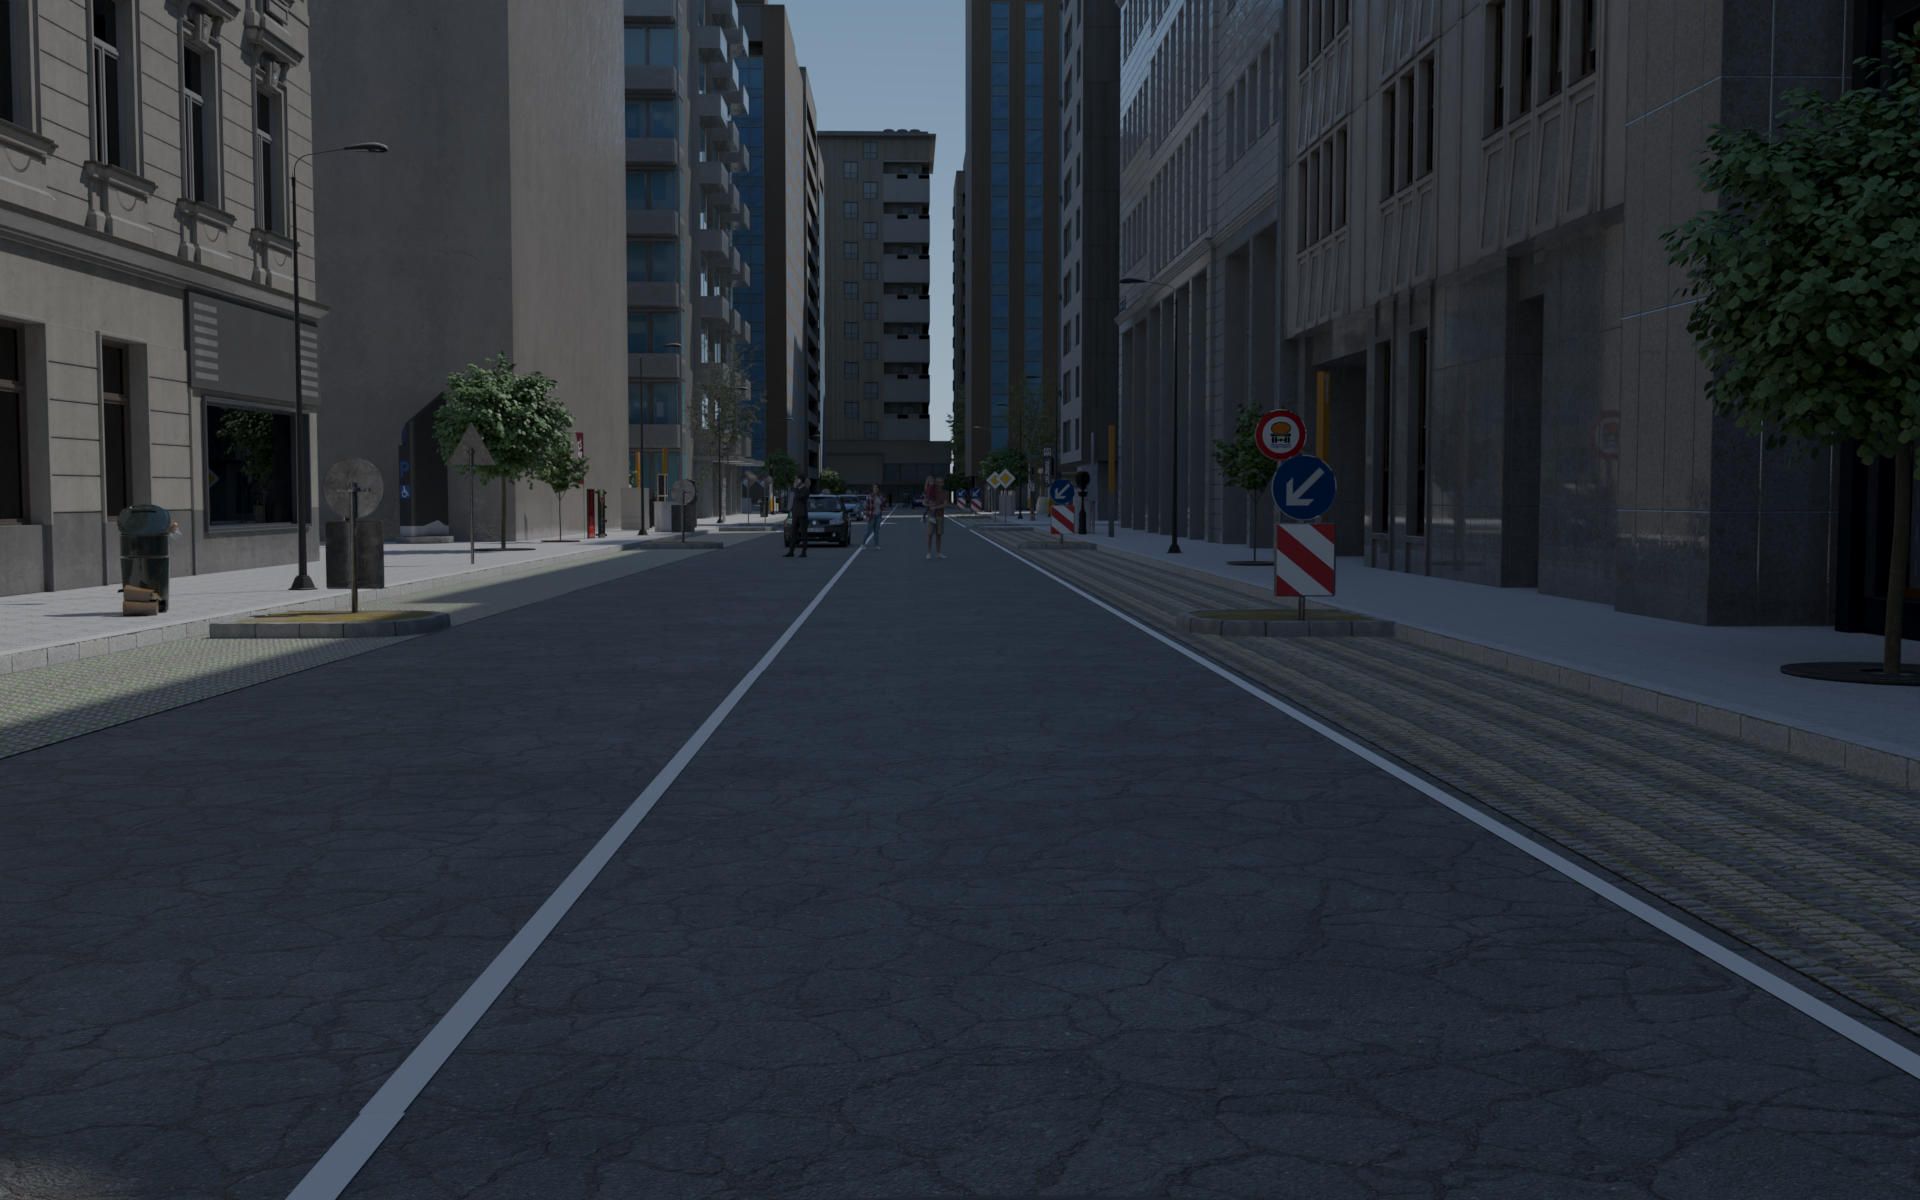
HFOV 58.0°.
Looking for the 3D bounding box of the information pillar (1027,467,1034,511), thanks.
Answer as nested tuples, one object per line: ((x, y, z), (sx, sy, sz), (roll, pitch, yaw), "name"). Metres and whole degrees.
((5.339, -8.525, 130.738), (0.504, 3.616, 0.183), (-1, 4, -13), "information pillar")

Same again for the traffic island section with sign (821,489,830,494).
((-9.782, -7.250, 127.169), (1.989, 1.847, 2.006), (0, 4, -2), "traffic island section with sign")

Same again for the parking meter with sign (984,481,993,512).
((1.976, -7.704, 122.224), (0.543, 3.016, 1.738), (-1, 4, -12), "parking meter with sign")

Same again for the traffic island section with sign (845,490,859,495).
((-11.331, -10.326, 177.451), (1.989, 1.847, 2.006), (0, 4, -2), "traffic island section with sign")

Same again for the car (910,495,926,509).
((-3.822, -9.426, 166.700), (1.945, 1.354, 3.894), (0, 4, -3), "car")

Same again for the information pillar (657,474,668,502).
((-10.921, -3.615, 63.591), (0.304, 2.012, 0.304), (0, 4, 5), "information pillar")

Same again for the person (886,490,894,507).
((-7.700, -11.160, 190.930), (1.348, 1.831, 0.705), (3, 5, 39), "person")

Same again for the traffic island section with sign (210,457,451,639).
((-6.438, -0.575, 18.026), (1.989, 1.847, 2.006), (0, 4, -2), "traffic island section with sign")

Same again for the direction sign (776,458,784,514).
((-11.587, -7.252, 110.568), (0.379, 3.537, 0.876), (0, 4, -8), "direction sign")

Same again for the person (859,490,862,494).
((-10.048, -10.106, 173.672), (0.705, 1.831, 1.348), (2, 4, 27), "person")

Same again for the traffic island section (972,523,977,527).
((1.560, -3.281, 75.928), (2.009, 0.180, 2.903), (0, 4, -2), "traffic island section")

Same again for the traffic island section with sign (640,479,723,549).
((-7.276, -2.258, 45.552), (1.989, 1.847, 2.006), (0, 4, -2), "traffic island section with sign")

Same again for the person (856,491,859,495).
((-9.435, -9.267, 160.739), (0.721, 1.735, 1.217), (2, 4, 30), "person")

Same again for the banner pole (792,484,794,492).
((-14.269, -9.694, 148.512), (0.401, 3.779, 0.863), (-2, 4, -29), "banner pole")

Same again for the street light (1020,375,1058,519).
((3.248, -5.830, 67.864), (1.470, 5.913, 1.316), (0, 4, -2), "street light")

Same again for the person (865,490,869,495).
((-8.906, -9.629, 166.077), (1.348, 1.807, 0.705), (-2, 4, -27), "person")

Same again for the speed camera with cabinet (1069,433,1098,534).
((4.009, -3.801, 56.488), (0.660, 3.252, 2.038), (0, 4, -7), "speed camera with cabinet")

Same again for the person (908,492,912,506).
((-6.018, -12.169, 208.259), (0.742, 1.727, 0.445), (2, 4, 27), "person")

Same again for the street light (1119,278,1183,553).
((4.111, -3.965, 37.375), (1.470, 5.913, 1.316), (0, 4, -2), "street light")

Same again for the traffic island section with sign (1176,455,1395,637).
((3.338, -0.587, 18.221), (1.989, 1.847, 2.006), (0, 4, -2), "traffic island section with sign")

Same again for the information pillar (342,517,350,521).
((-14.854, -2.301, 42.107), (0.304, 2.012, 0.304), (-2, 4, -24), "information pillar")

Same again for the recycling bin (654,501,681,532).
((-9.895, -2.819, 58.646), (0.722, 1.027, 0.722), (-2, 4, -29), "recycling bin")

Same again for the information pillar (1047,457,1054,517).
((5.051, -6.413, 96.213), (0.504, 3.616, 0.183), (-3, 5, -44), "information pillar")

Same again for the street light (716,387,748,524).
((-9.918, -6.287, 75.338), (1.470, 5.913, 1.316), (0, 4, -2), "street light")

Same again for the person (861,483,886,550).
((-2.228, -2.162, 44.680), (0.563, 1.720, 0.643), (-3, 5, -41), "person")

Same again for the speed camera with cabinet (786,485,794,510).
((-13.105, -8.484, 133.044), (0.660, 3.252, 2.038), (1, 4, 19), "speed camera with cabinet")

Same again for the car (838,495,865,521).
((-6.110, -4.963, 93.148), (2.014, 1.417, 4.499), (0, 4, 0), "car")

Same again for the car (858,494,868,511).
((-7.182, -7.126, 128.520), (2.014, 1.417, 4.499), (0, 4, 0), "car")

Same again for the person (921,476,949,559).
((-0.580, -1.830, 38.401), (0.573, 1.828, 0.580), (2, 4, 34), "person")

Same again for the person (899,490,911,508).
((-5.673, -10.415, 178.865), (1.350, 1.814, 0.705), (0, 4, -1), "person")

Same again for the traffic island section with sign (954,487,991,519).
((0.795, -5.648, 100.972), (1.989, 1.847, 2.006), (0, 4, -2), "traffic island section with sign")

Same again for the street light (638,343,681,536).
((-9.292, -4.953, 53.529), (1.470, 5.913, 1.316), (0, 4, -2), "street light")

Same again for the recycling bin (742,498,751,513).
((-14.378, -6.281, 115.254), (0.722, 1.027, 0.722), (-3, 5, -41), "recycling bin")

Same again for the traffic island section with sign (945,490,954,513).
((-0.036, -7.309, 128.129), (1.989, 1.847, 2.006), (0, 4, -2), "traffic island section with sign")

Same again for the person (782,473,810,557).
((-3.685, -1.923, 39.298), (0.474, 1.900, 0.648), (-3, 5, -42), "person")

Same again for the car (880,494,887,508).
((-8.618, -10.482, 180.423), (2.155, 1.783, 4.494), (0, 4, -1), "car")

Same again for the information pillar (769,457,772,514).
((-12.041, -7.291, 110.567), (0.183, 3.616, 0.504), (1, 4, 12), "information pillar")

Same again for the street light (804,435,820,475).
((-11.725, -10.030, 136.537), (1.470, 5.913, 1.316), (0, 4, -2), "street light")

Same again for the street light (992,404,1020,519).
((2.561, -7.124, 89.025), (1.470, 5.913, 1.316), (0, 4, -2), "street light")

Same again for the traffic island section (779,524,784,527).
((-8.527, -3.263, 75.624), (2.009, 0.180, 2.903), (0, 4, -2), "traffic island section")

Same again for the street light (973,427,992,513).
((1.584, -9.000, 119.694), (1.470, 5.913, 1.316), (0, 4, -2), "street light")

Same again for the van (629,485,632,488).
((-15.345, -3.905, 70.857), (4.112, 2.044, 2.013), (0, 4, -3), "van")

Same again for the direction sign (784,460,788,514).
((-11.551, -7.472, 114.170), (0.379, 3.537, 0.876), (0, 4, 3), "direction sign")

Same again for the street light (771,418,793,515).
((-10.902, -8.166, 106.047), (1.470, 5.913, 1.316), (0, 4, -2), "street light")

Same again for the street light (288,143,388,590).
((-8.263, -3.089, 23.045), (1.470, 5.913, 1.316), (0, 4, -2), "street light")

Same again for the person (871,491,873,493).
((-11.582, -13.370, 227.089), (0.705, 1.826, 1.348), (0, 4, -1), "person")

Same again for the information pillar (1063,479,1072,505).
((5.162, -4.823, 83.342), (0.304, 2.012, 0.304), (-3, 4, -37), "information pillar")

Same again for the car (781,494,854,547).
((-3.931, -2.340, 48.044), (2.009, 1.686, 4.222), (0, 4, -2), "car")

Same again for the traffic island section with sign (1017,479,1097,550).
((2.501, -2.245, 45.337), (1.989, 1.847, 2.006), (0, 4, -2), "traffic island section with sign")

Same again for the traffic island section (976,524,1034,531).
((1.805, -2.793, 67.947), (2.009, 0.180, 2.903), (0, 4, -2), "traffic island section")

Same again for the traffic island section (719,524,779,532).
((-8.282, -2.774, 67.643), (2.009, 0.180, 2.903), (0, 4, -2), "traffic island section")

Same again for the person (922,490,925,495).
((-4.056, -10.862, 185.955), (0.599, 1.838, 0.709), (0, 4, 1), "person")
